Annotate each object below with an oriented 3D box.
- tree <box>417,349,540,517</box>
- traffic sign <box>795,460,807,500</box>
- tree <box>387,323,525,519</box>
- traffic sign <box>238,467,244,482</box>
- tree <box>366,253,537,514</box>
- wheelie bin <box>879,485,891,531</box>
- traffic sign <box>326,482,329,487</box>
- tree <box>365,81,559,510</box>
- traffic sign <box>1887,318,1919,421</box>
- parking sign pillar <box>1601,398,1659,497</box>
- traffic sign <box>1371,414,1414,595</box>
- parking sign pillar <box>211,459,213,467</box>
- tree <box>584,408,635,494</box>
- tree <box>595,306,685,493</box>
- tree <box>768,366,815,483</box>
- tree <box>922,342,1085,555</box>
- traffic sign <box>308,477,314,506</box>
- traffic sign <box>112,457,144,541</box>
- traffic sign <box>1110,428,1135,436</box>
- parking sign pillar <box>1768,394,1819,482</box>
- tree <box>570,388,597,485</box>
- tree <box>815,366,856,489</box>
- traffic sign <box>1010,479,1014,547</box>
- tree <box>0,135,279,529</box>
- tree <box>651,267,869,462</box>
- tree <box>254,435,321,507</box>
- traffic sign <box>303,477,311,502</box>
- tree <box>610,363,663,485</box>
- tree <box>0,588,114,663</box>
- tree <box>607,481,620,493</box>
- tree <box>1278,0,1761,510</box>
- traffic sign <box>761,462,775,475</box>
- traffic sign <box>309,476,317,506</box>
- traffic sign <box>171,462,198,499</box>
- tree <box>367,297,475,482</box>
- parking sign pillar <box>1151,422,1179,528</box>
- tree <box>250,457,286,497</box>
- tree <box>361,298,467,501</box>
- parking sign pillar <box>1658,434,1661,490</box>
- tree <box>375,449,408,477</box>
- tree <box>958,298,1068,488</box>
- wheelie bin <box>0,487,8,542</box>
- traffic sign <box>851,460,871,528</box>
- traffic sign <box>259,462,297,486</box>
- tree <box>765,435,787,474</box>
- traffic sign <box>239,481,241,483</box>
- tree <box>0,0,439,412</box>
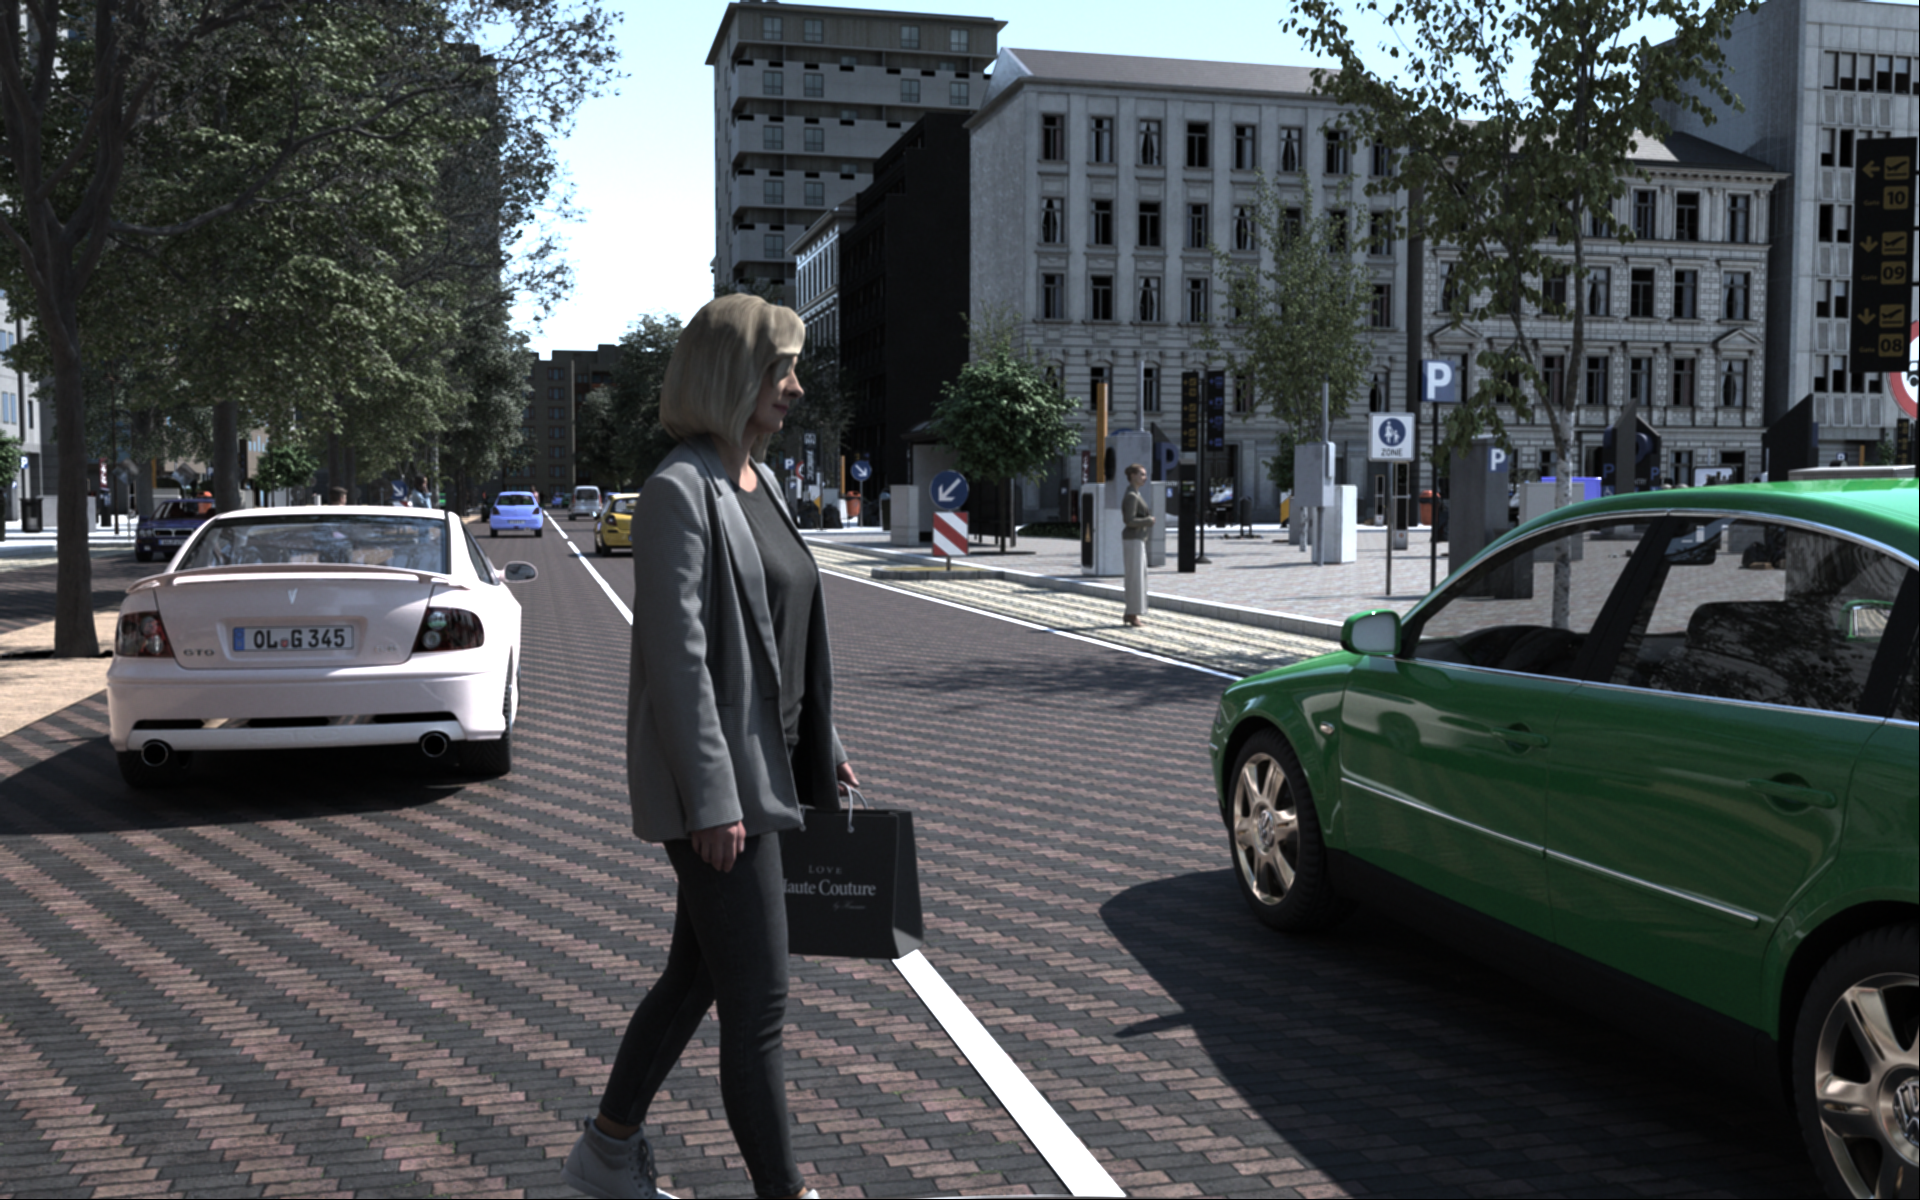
[{"bbox_3d":[-31.263,-11.562,108.509,9.611,12.733,9.660,0,3,0],"label":"tree"},{"bbox_3d":[-5.801,-3.978,65.145,0.768,2.556,0.104,0,4,-6],"label":"traffic sign"},{"bbox_3d":[-28.686,-10.448,99.030,9.928,11.665,9.643,0,3,0],"label":"tree"},{"bbox_3d":[-33.093,-4.831,79.098,0.768,2.556,0.104,0,4,-6],"label":"traffic sign"},{"bbox_3d":[-26.279,-10.990,88.802,9.857,13.997,8.962,0,3,0],"label":"tree"},{"bbox_3d":[-2.406,-3.195,60.153,0.693,1.594,0.980,1,4,14],"label":"wheelie bin"},{"bbox_3d":[-44.674,-7.540,123.290,0.884,2.594,0.081,-1,4,-9],"label":"traffic sign"},{"bbox_3d":[-24.634,-13.351,76.641,12.611,20.169,13.585,0,3,0],"label":"tree"},{"bbox_3d":[6.952,-0.757,12.490,0.768,2.556,0.104,-1,4,-13],"label":"traffic sign"},{"bbox_3d":[18.362,-3.659,48.296,1.447,3.967,1.447,3,5,44],"label":"parking sign pillar"},{"bbox_3d":[5.429,-1.208,21.879,0.606,2.300,0.079,-1,4,-11],"label":"traffic sign"},{"bbox_3d":[-52.872,-8.288,123.983,1.447,3.967,1.447,2,4,27],"label":"parking sign pillar"},{"bbox_3d":[-33.526,-14.544,172.199,8.767,10.594,7.601,1,4,22],"label":"tree"},{"bbox_3d":[-19.430,-12.866,117.010,9.857,13.997,8.962,0,3,0],"label":"tree"},{"bbox_3d":[-9.336,-7.789,77.717,4.360,8.622,3.978,0,3,0],"label":"tree"},{"bbox_3d":[0.853,-3.269,37.157,4.285,4.588,4.351,0,3,0],"label":"tree"},{"bbox_3d":[-43.848,-7.121,116.534,0.768,2.556,0.104,0,4,-5],"label":"traffic sign"},{"bbox_3d":[-22.603,-2.656,47.071,0.795,2.450,0.064,-1,4,-14],"label":"traffic sign"},{"bbox_3d":[3.170,-2.045,33.542,0.768,2.556,0.104,-1,4,-10],"label":"traffic sign"},{"bbox_3d":[22.673,-3.589,47.144,1.447,3.967,1.447,-1,4,-23],"label":"parking sign pillar"},{"bbox_3d":[-39.934,-17.849,198.488,9.857,13.997,8.962,0,3,0],"label":"tree"},{"bbox_3d":[-7.470,-8.866,95.322,4.360,8.622,3.978,0,3,0],"label":"tree"},{"bbox_3d":[1.253,-2.543,41.684,0.768,2.556,0.104,-1,4,-10],"label":"traffic sign"},{"bbox_3d":[-29.210,-9.504,62.054,9.857,13.997,8.962,0,3,0],"label":"tree"},{"bbox_3d":[-7.934,-8.342,70.801,8.767,10.594,7.601,-1,4,-16],"label":"tree"},{"bbox_3d":[-36.429,-6.732,93.780,4.285,4.588,4.351,0,3,0],"label":"tree"},{"bbox_3d":[-42.445,-6.861,112.285,0.768,2.556,0.104,-1,4,-8],"label":"traffic sign"},{"bbox_3d":[-26.534,-14.132,149.184,7.486,12.596,7.792,0,3,0],"label":"tree"},{"bbox_3d":[-7.672,-6.226,14.627,12.009,13.543,11.850,0,3,0],"label":"tree"},{"bbox_3d":[-41.286,-12.977,206.768,1.663,3.219,1.824,0,3,0],"label":"tree"},{"bbox_3d":[5.183,-3.977,15.392,4.737,8.622,4.395,0,3,0],"label":"tree"},{"bbox_3d":[-5.859,-2.908,51.186,0.795,2.450,0.064,-1,4,-14],"label":"traffic sign"},{"bbox_3d":[-44.600,-7.274,119.030,0.768,2.556,0.104,-1,4,-9],"label":"traffic sign"},{"bbox_3d":[-24.524,-3.130,54.823,0.795,2.450,0.064,-1,4,-14],"label":"traffic sign"},{"bbox_3d":[-19.523,-6.701,62.374,4.360,8.622,3.978,0,3,0],"label":"tree"},{"bbox_3d":[7.746,-4.700,65.319,1.447,3.967,1.447,3,5,44],"label":"parking sign pillar"},{"bbox_3d":[-35.975,-5.848,90.218,1.663,3.219,1.824,0,3,0],"label":"tree"},{"bbox_3d":[-18.587,-6.422,57.825,4.737,8.622,4.395,0,3,0],"label":"tree"},{"bbox_3d":[21.453,-4.045,54.615,1.447,3.967,1.447,-1,4,-20],"label":"parking sign pillar"},{"bbox_3d":[-59.857,-15.363,185.591,8.767,10.594,7.601,2,4,26],"label":"tree"},{"bbox_3d":[1.741,-7.021,65.155,4.737,8.622,4.395,0,3,0],"label":"tree"},{"bbox_3d":[-25.916,-2.357,46.445,0.693,1.594,0.980,-2,4,-29],"label":"wheelie bin"},{"bbox_3d":[-3.746,-4.009,65.659,0.768,2.556,0.104,0,4,-6],"label":"traffic sign"},{"bbox_3d":[-40.999,-6.754,104.298,2.265,3.308,0.079,-1,4,-11],"label":"traffic sign"},{"bbox_3d":[-14.876,-10.842,127.632,4.737,8.622,4.395,0,3,0],"label":"tree"},{"bbox_3d":[-37.984,-5.540,90.685,0.768,2.556,0.104,-1,4,-13],"label":"traffic sign"},{"bbox_3d":[-10.386,-6.332,24.111,7.486,12.596,7.792,0,3,0],"label":"tree"}]
